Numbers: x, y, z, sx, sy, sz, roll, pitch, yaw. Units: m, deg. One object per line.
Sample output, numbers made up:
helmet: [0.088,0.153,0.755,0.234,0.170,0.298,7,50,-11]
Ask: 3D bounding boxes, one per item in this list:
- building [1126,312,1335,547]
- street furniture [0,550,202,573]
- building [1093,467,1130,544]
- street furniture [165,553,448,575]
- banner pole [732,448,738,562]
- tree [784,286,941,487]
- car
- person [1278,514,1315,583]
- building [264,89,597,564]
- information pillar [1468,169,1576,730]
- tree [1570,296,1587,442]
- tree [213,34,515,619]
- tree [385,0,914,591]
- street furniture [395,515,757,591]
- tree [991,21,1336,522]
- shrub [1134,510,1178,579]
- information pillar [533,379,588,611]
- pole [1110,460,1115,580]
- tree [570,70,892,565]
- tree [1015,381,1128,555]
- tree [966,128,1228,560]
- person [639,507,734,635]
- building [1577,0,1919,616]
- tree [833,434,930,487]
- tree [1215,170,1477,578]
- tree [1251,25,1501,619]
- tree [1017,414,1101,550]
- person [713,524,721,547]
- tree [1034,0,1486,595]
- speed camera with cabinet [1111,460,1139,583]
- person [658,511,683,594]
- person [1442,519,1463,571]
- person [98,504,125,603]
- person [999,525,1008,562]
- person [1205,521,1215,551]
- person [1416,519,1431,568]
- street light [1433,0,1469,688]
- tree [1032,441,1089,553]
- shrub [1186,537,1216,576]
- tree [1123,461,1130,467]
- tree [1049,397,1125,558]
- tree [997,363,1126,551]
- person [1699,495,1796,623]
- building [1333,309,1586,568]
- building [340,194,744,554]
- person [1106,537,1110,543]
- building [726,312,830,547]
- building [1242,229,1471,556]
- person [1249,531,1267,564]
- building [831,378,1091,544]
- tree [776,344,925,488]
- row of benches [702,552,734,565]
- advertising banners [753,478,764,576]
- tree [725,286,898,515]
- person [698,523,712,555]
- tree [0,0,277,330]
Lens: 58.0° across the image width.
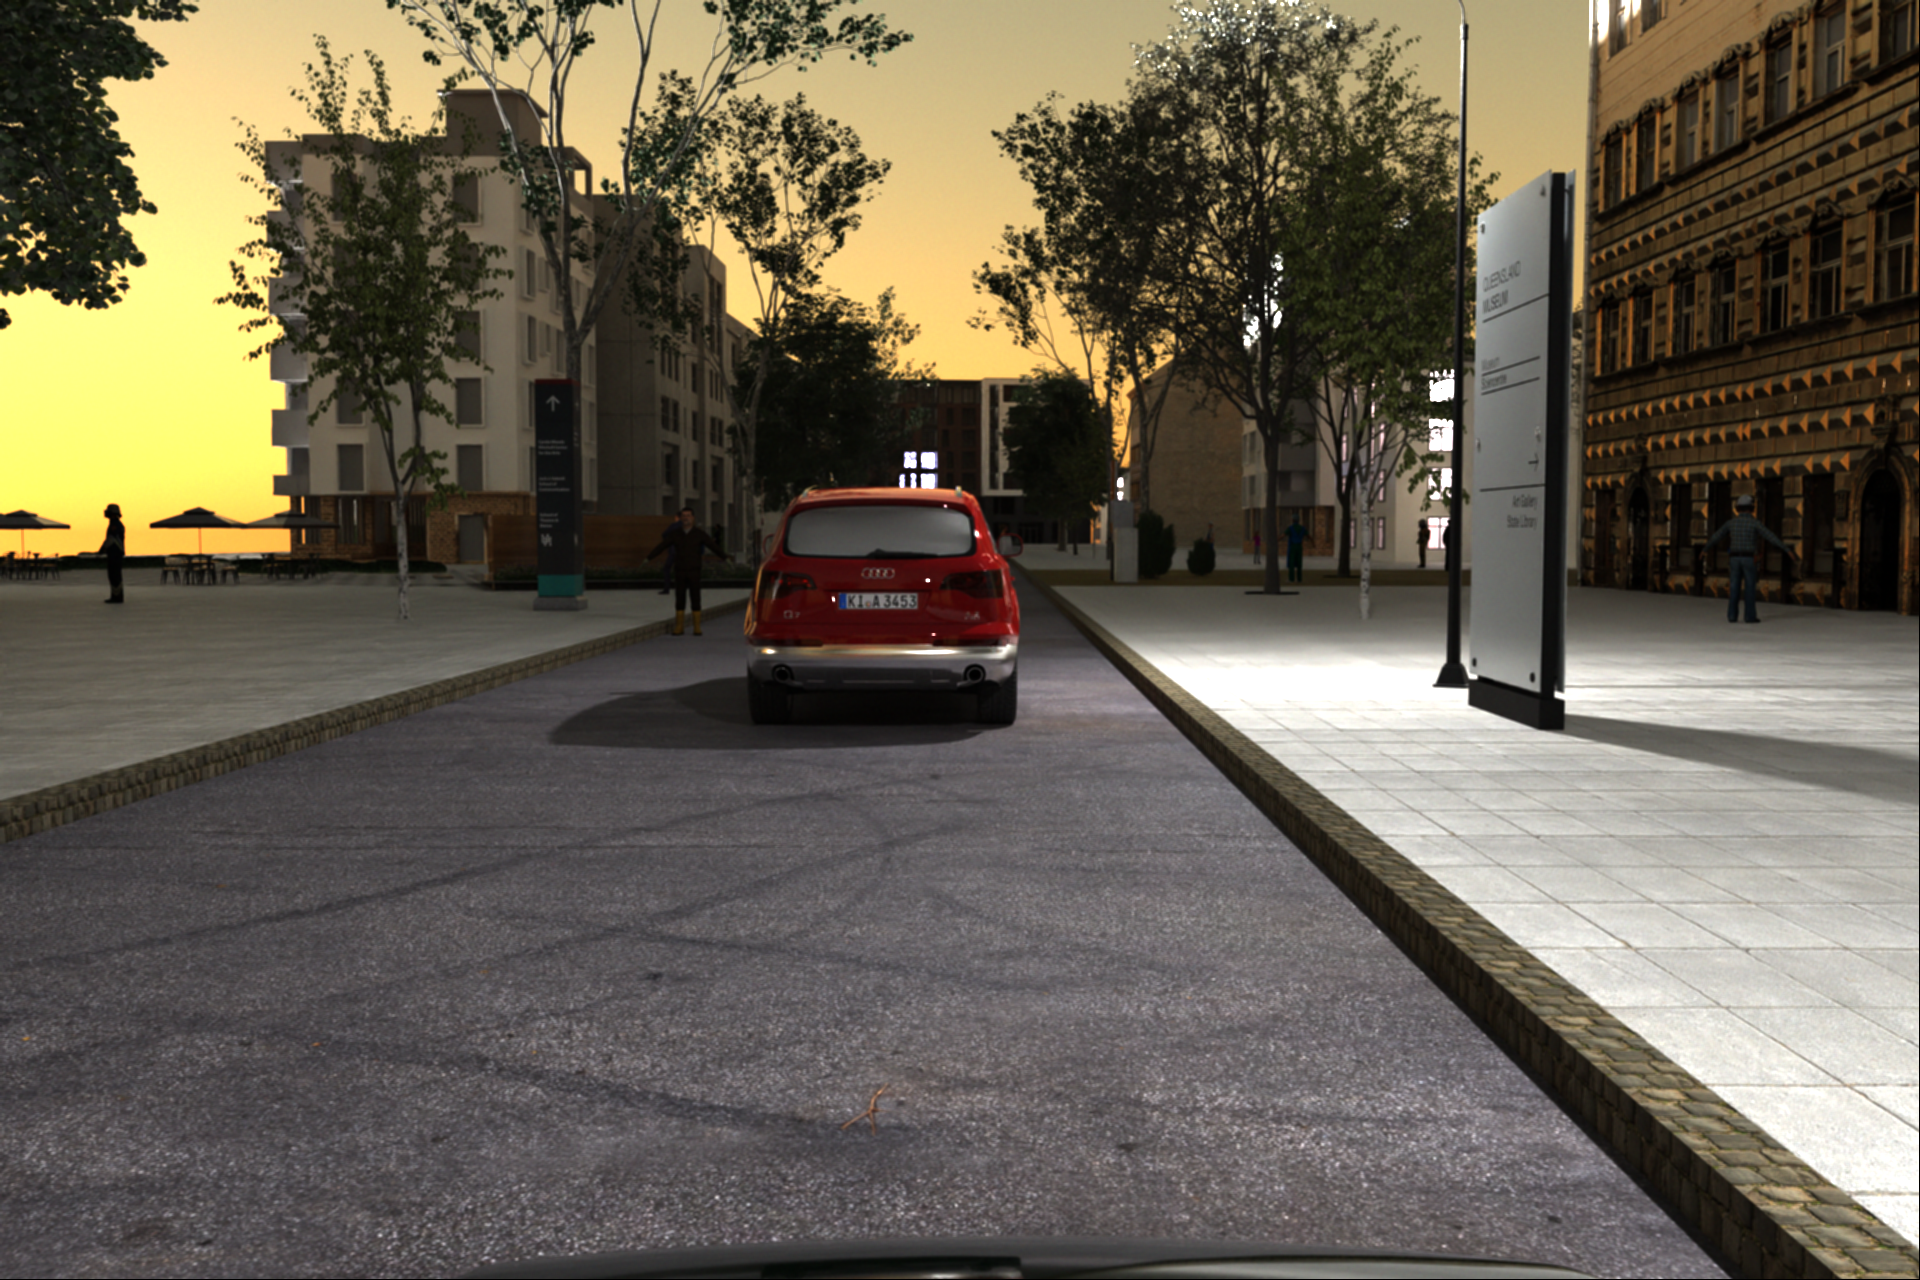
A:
building: [27.721,-21.303,179.237,19.493,23.208,18.063,0,4,0]
street furniture: [-31.957,-2.878,62.676,5.734,0.657,10.072,1,4,13]
building: [22.139,-16.866,217.912,9.099,9.664,28.070,0,4,0]
street furniture: [-21.978,-2.562,57.507,10.072,0.657,5.734,3,4,39]
banner pole: [-6.592,-3.724,50.899,0.401,3.779,0.863,0,4,1]
tree: [-7.570,-16.984,133.579,12.611,20.169,13.585,0,3,0]
car: [-0.585,-0.363,14.606,2.281,1.827,5.304,0,4,0]
person: [8.806,-2.413,45.580,1.347,1.817,0.704,-1,4,-21]
building: [-23.543,-13.381,75.193,16.016,20.090,11.380,0,4,0]
information pillar: [3.884,-1.268,12.052,0.184,3.620,1.656,0,4,1]
tree: [24.254,-8.987,57.314,12.009,13.543,11.850,0,3,0]
tree: [-8.503,-4.608,25.711,4.737,8.622,4.395,0,3,0]
tree: [-7.217,-11.127,37.824,12.611,20.169,13.585,0,3,0]
street furniture: [-7.922,-2.158,42.143,11.010,1.723,9.812,-1,4,-18]
tree: [7.781,-12.756,64.447,12.611,20.169,13.585,0,3,0]
shrub: [5.386,-2.752,49.416,1.690,2.028,1.600,0,3,0]
information pillar: [-6.767,-2.439,29.255,0.750,3.857,0.750,0,4,0]
pole: [4.242,-3.303,47.855,0.158,3.312,0.155,0,3,0]
tree: [-9.540,-13.195,71.623,12.611,20.169,13.585,0,3,0]
tree: [6.812,-10.518,106.374,7.601,10.594,8.767,-2,4,-26]
tree: [6.473,-13.906,83.252,12.611,20.169,13.585,0,3,0]
person: [-3.859,-0.974,24.524,1.346,1.812,0.704,0,4,0]
building: [24.265,-12.337,32.644,19.493,23.208,18.063,0,4,1]
tree: [-7.044,-13.080,148.277,8.767,10.594,7.601,-1,4,-20]
tree: [11.303,-7.639,50.658,9.928,11.665,9.643,0,3,0]
tree: [6.205,-4.603,25.615,4.737,8.622,4.395,0,3,0]
tree: [8.392,-13.253,142.435,9.928,11.665,9.643,0,3,0]
person: [-11.188,-4.446,79.408,0.721,1.740,1.216,0,4,-2]
tree: [6.603,-7.728,36.726,12.009,13.543,11.850,0,3,0]
speed camera with cabinet: [4.375,-3.154,45.901,0.660,3.252,2.038,0,4,1]
person: [-6.104,-1.861,36.920,0.683,1.767,0.568,-2,4,-35]
person: [16.975,-3.302,59.920,0.705,1.837,1.347,-1,4,-10]
person: [-15.781,-1.615,32.266,0.704,1.845,1.351,-1,4,-15]
person: [1.482,-2.774,54.618,0.721,1.733,1.217,0,4,-5]
person: [10.993,-4.299,76.144,0.705,1.847,1.347,0,4,-6]
person: [17.733,-3.715,66.505,0.705,1.858,1.354,0,4,8]
street light: [4.692,-2.559,14.381,1.470,5.913,1.316,0,4,1]
tree: [7.359,-10.152,116.342,4.360,8.622,3.978,0,3,0]
shrub: [7.400,-2.570,53.144,1.383,1.207,1.383,0,3,0]
tree: [24.908,-19.055,237.309,9.928,11.665,9.643,0,3,0]
tree: [7.163,-8.758,93.559,4.737,8.622,4.395,0,3,0]
tree: [7.629,-13.535,127.960,9.857,13.997,8.962,0,3,0]
person: [11.379,-1.179,25.119,1.345,1.849,0.704,3,5,44]
building: [24.173,-8.329,78.330,9.099,9.664,28.070,0,4,1]
building: [-23.959,-14.670,106.319,16.747,18.905,31.486,0,4,1]
person: [6.545,-3.996,71.515,1.347,1.806,0.705,-3,5,-43]
building: [-23.262,-21.046,175.024,19.493,23.208,18.063,0,4,1]
building: [23.930,-15.758,114.059,16.016,20.090,11.380,0,4,1]
person: [12.824,-3.989,74.486,0.599,1.433,0.991,-3,5,-44]
building: [-0.711,-23.972,238.379,32.646,21.610,27.936,0,4,-7]
tree: [-7.328,-12.191,109.696,12.009,13.543,11.850,0,3,0]
row of benches: [-9.633,-2.677,59.227,4.104,0.672,1.422,-1,4,-19]
advertising banners: [-6.221,-3.513,53.627,0.090,3.025,2.074,0,4,2]
tree: [-8.072,-11.228,90.228,9.857,13.997,8.962,0,3,0]
person: [-11.571,-4.315,77.011,1.216,1.772,0.721,-1,4,-10]
tree: [-8.779,-6.414,11.519,9.857,13.997,8.962,0,3,0]
